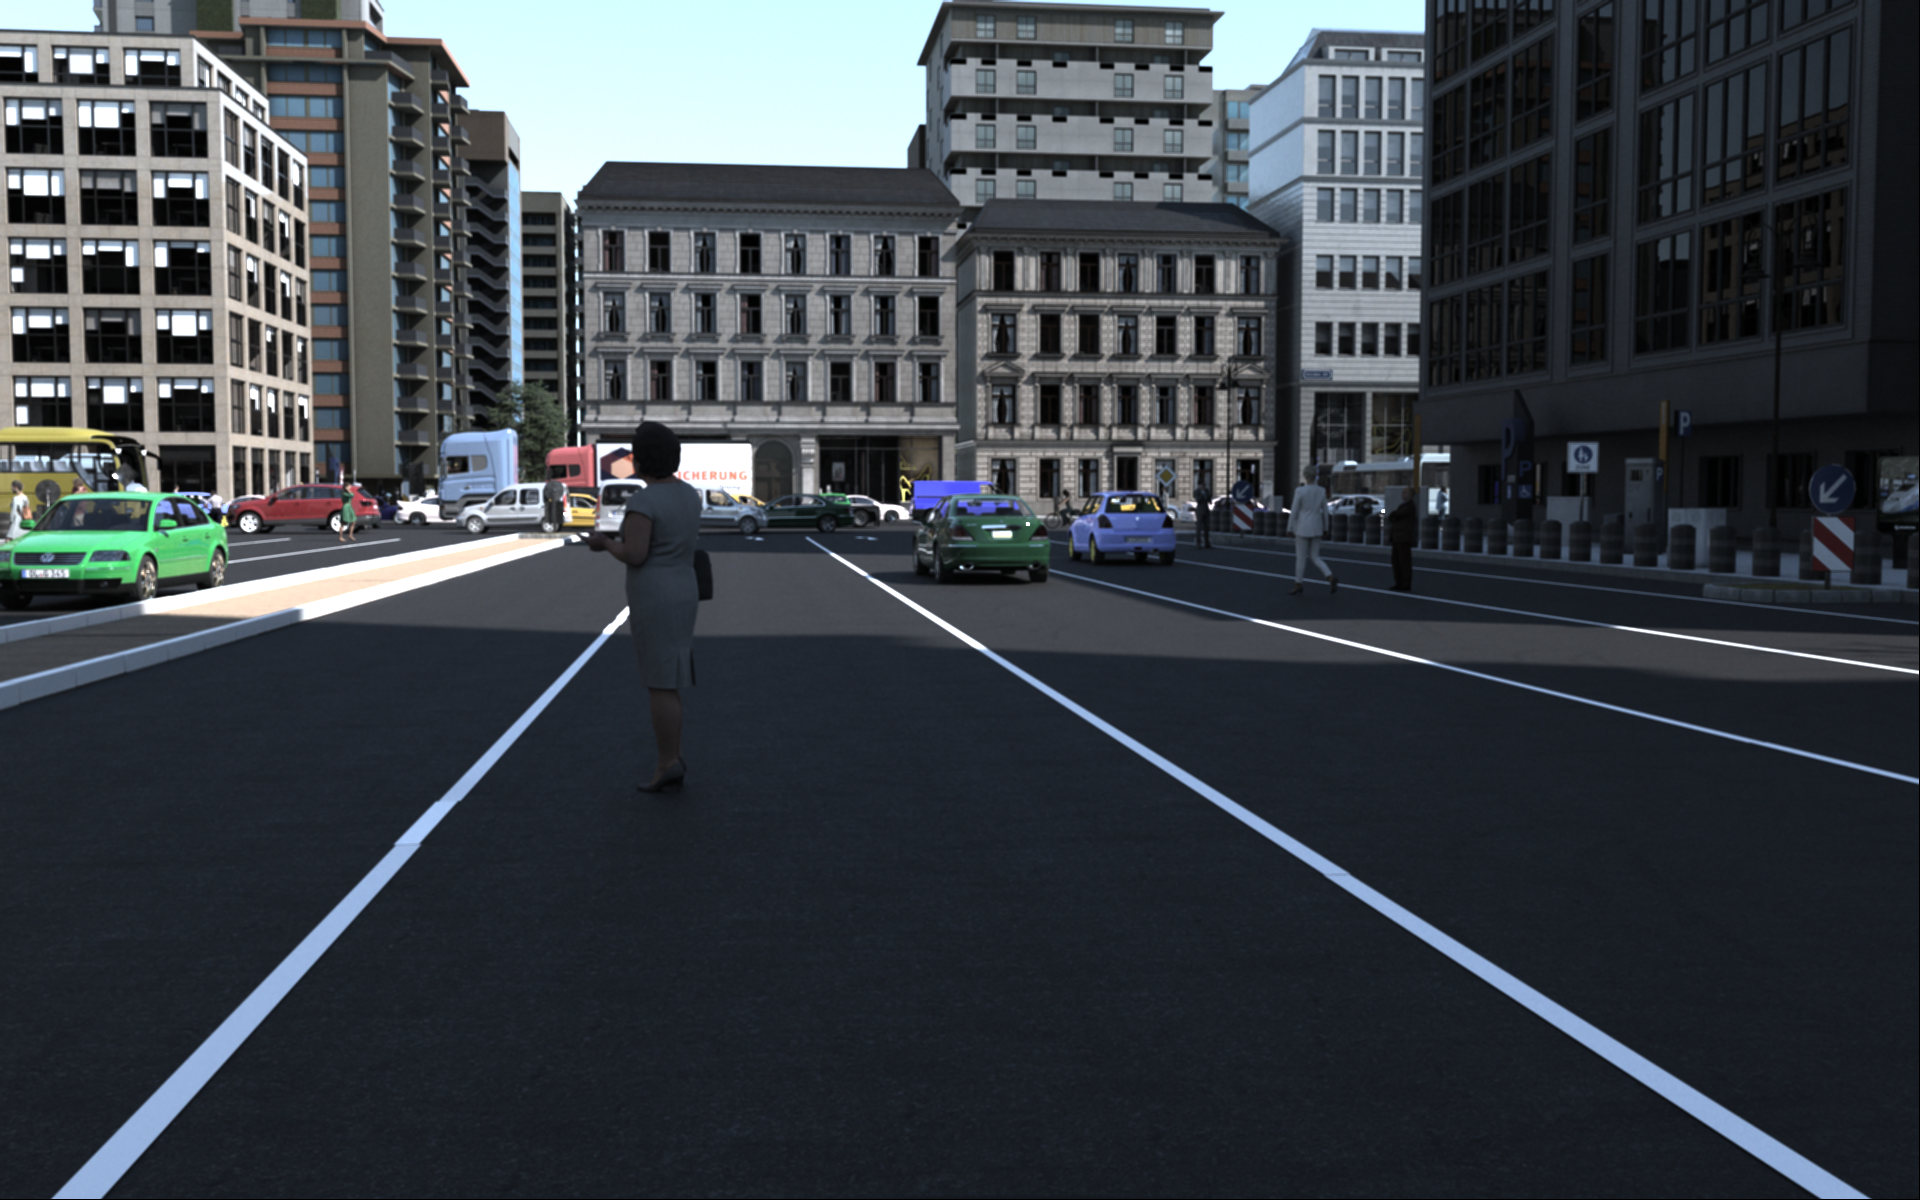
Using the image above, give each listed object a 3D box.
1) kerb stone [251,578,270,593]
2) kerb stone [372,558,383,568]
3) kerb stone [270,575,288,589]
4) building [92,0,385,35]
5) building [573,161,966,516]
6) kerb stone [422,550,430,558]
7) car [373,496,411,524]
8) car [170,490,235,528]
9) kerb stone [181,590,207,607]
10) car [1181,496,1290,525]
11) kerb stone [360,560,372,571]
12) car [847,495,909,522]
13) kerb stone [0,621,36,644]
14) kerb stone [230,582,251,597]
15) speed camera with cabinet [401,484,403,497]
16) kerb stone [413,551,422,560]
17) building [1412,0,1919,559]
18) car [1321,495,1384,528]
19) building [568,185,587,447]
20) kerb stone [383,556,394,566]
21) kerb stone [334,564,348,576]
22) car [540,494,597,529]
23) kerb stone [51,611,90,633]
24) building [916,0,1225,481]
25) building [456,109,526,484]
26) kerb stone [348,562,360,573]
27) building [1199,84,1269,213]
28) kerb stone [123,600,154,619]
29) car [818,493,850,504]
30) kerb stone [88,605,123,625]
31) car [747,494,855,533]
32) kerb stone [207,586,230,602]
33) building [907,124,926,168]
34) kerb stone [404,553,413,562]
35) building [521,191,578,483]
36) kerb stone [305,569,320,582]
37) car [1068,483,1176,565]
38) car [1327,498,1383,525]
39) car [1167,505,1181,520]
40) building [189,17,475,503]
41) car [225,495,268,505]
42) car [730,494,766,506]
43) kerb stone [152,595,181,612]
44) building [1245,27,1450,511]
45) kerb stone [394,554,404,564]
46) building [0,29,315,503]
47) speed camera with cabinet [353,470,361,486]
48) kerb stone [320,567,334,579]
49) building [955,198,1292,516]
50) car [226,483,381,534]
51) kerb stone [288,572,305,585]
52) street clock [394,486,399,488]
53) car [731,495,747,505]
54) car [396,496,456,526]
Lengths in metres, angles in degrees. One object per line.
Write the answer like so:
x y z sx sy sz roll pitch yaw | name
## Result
-10.319 -0.190 25.305 0.120 0.150 1.000 0 4 -7 | kerb stone
-11.363 -0.686 33.489 0.120 0.150 1.000 0 4 -7 | kerb stone
-10.441 -0.253 26.326 0.120 0.150 1.000 0 4 -7 | kerb stone
-78.757 -39.766 192.179 28.212 58.520 21.231 0 4 -7 | building
-20.421 -15.363 102.089 40.483 20.767 10.553 0 4 -7 | building
-12.025 -1.003 38.590 0.120 0.150 1.000 0 4 -7 | kerb stone
-27.711 -4.271 82.413 3.894 1.354 1.945 0 4 -6 | car
-32.118 -3.899 73.342 3.694 1.707 1.945 -1 4 -9 | car
-9.921 0.004 22.236 0.120 0.150 1.000 0 4 -7 | kerb stone
11.745 -3.719 73.165 4.827 1.381 2.083 0 4 -6 | car
-11.232 -0.628 32.470 0.120 0.150 1.000 0 4 -7 | kerb stone
-5.025 -4.664 88.620 4.827 1.381 2.083 0 4 -7 | car
-9.266 0.311 17.114 0.120 0.150 1.000 0 4 -7 | kerb stone
-10.183 -0.128 24.286 0.120 0.150 1.000 0 4 -7 | kerb stone
-45.715 -9.222 145.112 2.038 3.252 0.660 -1 4 -14 | speed camera with cabinet
-11.889 -0.940 37.571 0.120 0.150 1.000 0 4 -7 | kerb stone
22.450 -15.262 43.048 14.314 27.812 24.014 0 4 -7 | building
16.599 -3.832 74.653 4.499 1.417 2.014 0 4 -7 | car
-43.807 -39.506 265.525 30.456 49.044 23.786 0 4 -7 | building
-11.495 -0.753 34.509 0.120 0.150 1.000 0 4 -7 | kerb stone
-10.970 -0.498 30.426 0.120 0.150 1.000 0 4 -7 | kerb stone
-14.538 -3.490 67.292 3.980 1.641 2.015 -1 4 -8 | car
-9.398 0.252 18.144 0.120 0.150 1.000 0 4 -7 | kerb stone
11.052 -36.476 185.616 28.713 52.752 27.495 0 4 -7 | building
-58.086 -33.516 198.104 14.200 45.320 14.600 0 4 -7 | building
-11.108 -0.566 31.447 0.120 0.150 1.000 0 4 -7 | kerb stone
36.382 -35.853 205.801 30.456 49.044 23.786 0 4 -7 | building
-9.660 0.125 20.183 0.120 0.150 1.000 0 4 -7 | kerb stone
-6.030 -4.407 80.858 1.959 1.807 4.718 -1 4 -9 | car
-9.529 0.185 19.164 0.120 0.150 1.000 0 4 -7 | kerb stone
-6.385 -3.251 64.951 4.920 1.459 2.131 -1 4 -9 | car
-10.049 -0.065 23.255 0.120 0.150 1.000 0 4 -7 | kerb stone
1.296 -34.011 206.183 14.600 45.320 14.200 0 4 -7 | building
-11.759 -0.877 36.552 0.120 0.150 1.000 0 4 -7 | kerb stone
-69.514 -39.002 261.386 21.600 48.544 21.300 0 4 -7 | building
-10.703 -0.378 28.373 0.120 0.150 1.000 0 4 -7 | kerb stone
3.341 -1.638 36.367 1.945 1.707 3.694 0 4 -7 | car
17.902 -3.981 77.450 4.827 1.381 2.083 0 4 -8 | car
9.444 -4.860 91.465 4.499 1.417 2.014 0 4 -8 | car
-58.466 -31.121 163.454 22.147 44.769 28.867 0 4 -7 | building
-36.181 -4.627 88.007 4.827 1.381 2.083 0 4 -5 | car
-10.760 -4.727 87.502 3.980 1.641 2.015 0 4 -5 | car
-9.791 0.060 21.210 0.120 0.150 1.000 0 4 -7 | kerb stone
33.909 -20.235 108.331 29.804 29.767 11.434 0 4 -7 | building
-11.626 -0.809 35.529 0.120 0.150 1.000 0 4 -7 | kerb stone
-58.148 -18.176 101.699 34.151 26.468 19.350 0 4 -7 | building
-48.687 -8.930 140.341 0.660 3.252 2.038 -2 4 -31 | speed camera with cabinet
-10.841 -0.441 29.398 0.120 0.150 1.000 0 4 -7 | kerb stone
9.226 -14.756 105.895 19.286 19.102 10.561 0 4 -7 | building
-23.930 -3.332 63.156 5.304 1.827 2.281 0 4 -7 | car
-10.576 -0.315 27.351 0.120 0.150 1.000 0 4 -7 | kerb stone
-47.831 -8.714 147.042 0.358 2.002 0.471 1 4 20 | street clock
-12.026 -4.427 82.611 3.980 1.641 2.015 0 4 -5 | car
-23.191 -4.073 78.956 4.827 1.381 2.083 0 4 -6 | car
